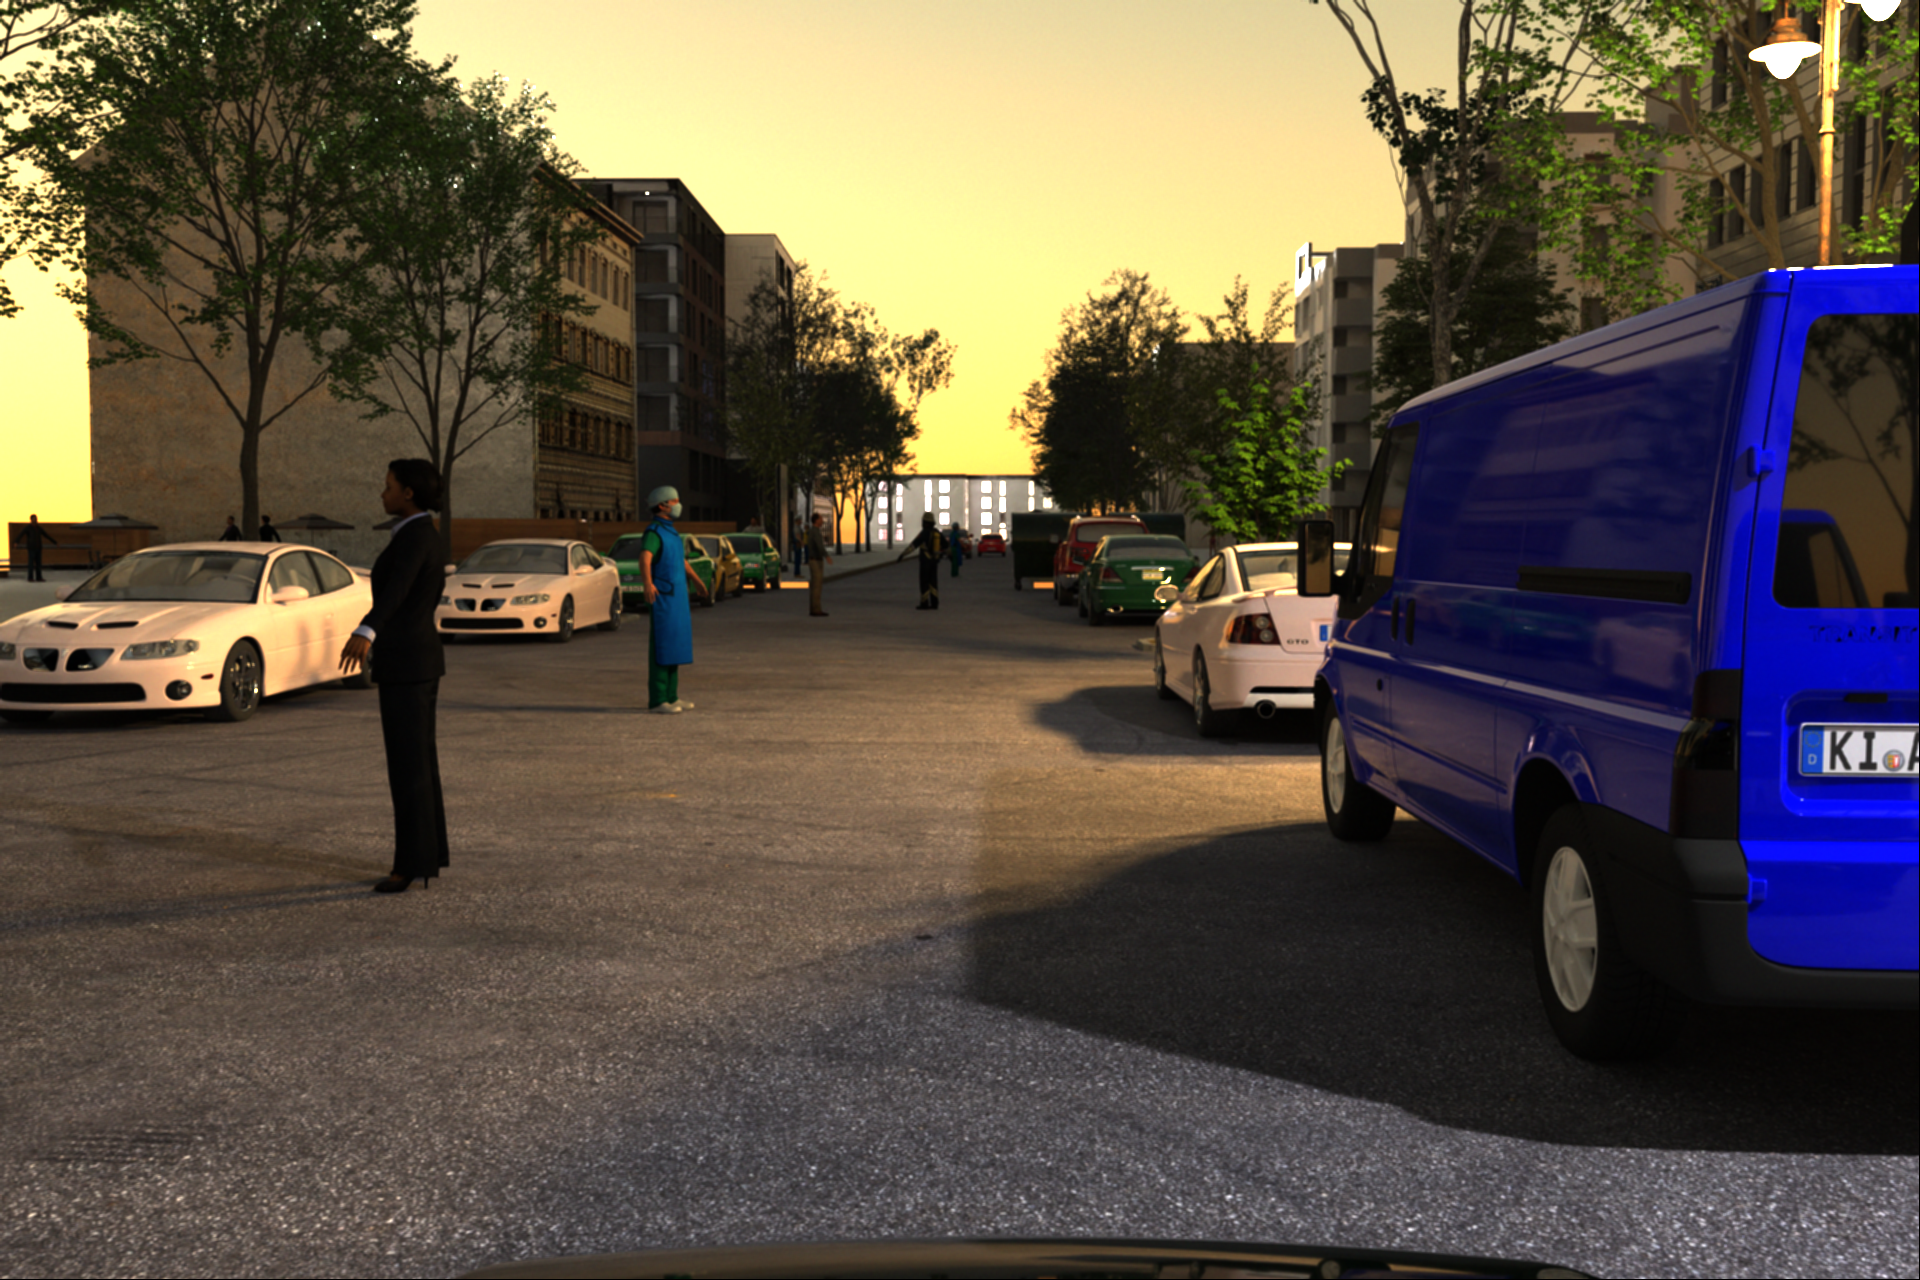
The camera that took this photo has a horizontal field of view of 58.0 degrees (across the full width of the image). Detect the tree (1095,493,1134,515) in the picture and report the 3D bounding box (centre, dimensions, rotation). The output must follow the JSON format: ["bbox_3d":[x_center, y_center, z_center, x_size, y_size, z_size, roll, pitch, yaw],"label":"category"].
[{"bbox_3d":[22.732,-20.128,239.454,12.009,13.543,11.850,0,3,0],"label":"tree"}]

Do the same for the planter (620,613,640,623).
[{"bbox_3d":[-6.358,-0.453,28.541,1.991,0.319,1.994,0,4,2],"label":"planter"}]

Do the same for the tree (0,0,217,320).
[{"bbox_3d":[-11.796,-5.682,18.650,9.928,11.665,9.643,0,3,0],"label":"tree"}]

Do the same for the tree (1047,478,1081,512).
[{"bbox_3d":[9.191,-11.824,143.691,4.737,8.622,4.395,0,3,0],"label":"tree"}]

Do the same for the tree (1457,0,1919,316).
[{"bbox_3d":[9.257,-5.677,18.568,9.928,11.665,9.643,0,3,0],"label":"tree"}]

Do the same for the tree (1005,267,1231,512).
[{"bbox_3d":[7.305,-10.310,78.940,12.009,13.543,11.850,0,3,0],"label":"tree"}]

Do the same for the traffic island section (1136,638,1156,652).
[{"bbox_3d":[3.231,0.072,21.684,1.991,0.108,1.994,0,4,1],"label":"traffic island section"}]

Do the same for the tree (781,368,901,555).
[{"bbox_3d":[-7.326,-10.965,105.026,9.928,11.665,9.643,0,3,0],"label":"tree"}]

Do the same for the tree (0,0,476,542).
[{"bbox_3d":[-11.584,-6.270,28.271,9.928,11.665,9.643,0,3,0],"label":"tree"}]

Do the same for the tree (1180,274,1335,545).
[{"bbox_3d":[8.534,-6.096,50.033,4.737,8.622,4.395,0,3,0],"label":"tree"}]

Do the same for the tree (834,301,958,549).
[{"bbox_3d":[-7.299,-17.591,143.496,12.611,20.169,13.585,0,3,0],"label":"tree"}]

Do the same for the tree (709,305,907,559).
[{"bbox_3d":[-7.957,-10.984,89.956,12.009,13.543,11.850,0,3,0],"label":"tree"}]

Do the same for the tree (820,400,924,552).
[{"bbox_3d":[-6.661,-12.327,127.298,9.928,11.665,9.643,0,3,0],"label":"tree"}]

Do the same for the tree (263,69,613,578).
[{"bbox_3d":[-11.777,-6.944,39.283,9.928,11.665,9.643,0,3,0],"label":"tree"}]

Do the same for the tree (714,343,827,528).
[{"bbox_3d":[-7.483,-7.185,67.841,4.737,8.622,4.395,0,3,0],"label":"tree"}]

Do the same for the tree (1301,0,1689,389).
[{"bbox_3d":[10.886,-10.852,33.322,12.611,20.169,13.585,0,3,0],"label":"tree"}]

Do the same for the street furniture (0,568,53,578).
[{"bbox_3d":[-32.750,-2.554,48.618,9.812,1.723,11.010,1,4,16],"label":"street furniture"}]

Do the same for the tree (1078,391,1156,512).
[{"bbox_3d":[7.972,-8.498,89.304,4.360,8.622,3.978,0,3,0],"label":"tree"}]

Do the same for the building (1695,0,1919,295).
[{"bbox_3d":[26.349,-15.765,35.244,11.434,29.767,29.804,0,4,2],"label":"building"}]

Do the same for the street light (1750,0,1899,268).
[{"bbox_3d":[6.018,-2.404,12.088,0.468,5.910,1.993,0,4,2],"label":"street light"}]

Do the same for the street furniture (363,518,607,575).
[{"bbox_3d":[-12.410,-2.664,50.414,11.010,1.723,9.812,-1,4,-8],"label":"street furniture"}]

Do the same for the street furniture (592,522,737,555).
[{"bbox_3d":[-12.163,-3.413,62.663,9.812,1.723,11.010,-1,4,-9],"label":"street furniture"}]

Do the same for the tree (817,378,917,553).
[{"bbox_3d":[-6.802,-11.624,115.809,9.928,11.665,9.643,0,3,0],"label":"tree"}]

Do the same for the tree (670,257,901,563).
[{"bbox_3d":[-7.700,-10.213,77.352,12.009,13.543,11.850,0,3,0],"label":"tree"}]

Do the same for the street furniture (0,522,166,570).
[{"bbox_3d":[-31.252,-3.575,65.300,9.812,1.723,11.010,-1,4,-18],"label":"street furniture"}]

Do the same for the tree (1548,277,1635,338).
[{"bbox_3d":[18.361,-6.017,48.735,4.737,8.622,4.395,0,3,0],"label":"tree"}]

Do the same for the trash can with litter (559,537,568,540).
[{"bbox_3d":[-8.933,-1.758,39.798,1.678,1.210,2.233,0,4,2],"label":"trash can with litter"}]

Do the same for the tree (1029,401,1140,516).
[{"bbox_3d":[7.799,-10.625,108.137,7.601,10.594,8.767,0,4,-2],"label":"tree"}]

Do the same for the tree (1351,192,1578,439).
[{"bbox_3d":[17.001,-8.577,58.357,7.486,12.596,7.792,0,3,0],"label":"tree"}]

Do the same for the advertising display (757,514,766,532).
[{"bbox_3d":[-6.279,-3.030,54.753,0.123,1.923,0.974,0,4,3],"label":"advertising display"}]

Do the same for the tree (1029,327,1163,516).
[{"bbox_3d":[7.558,-10.847,95.474,7.486,12.596,7.792,0,3,0],"label":"tree"}]

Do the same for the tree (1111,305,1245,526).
[{"bbox_3d":[6.783,-6.441,55.674,4.737,8.622,4.395,0,3,0],"label":"tree"}]

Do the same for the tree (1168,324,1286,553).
[{"bbox_3d":[9.433,-6.806,61.645,4.737,8.622,4.395,0,3,0],"label":"tree"}]

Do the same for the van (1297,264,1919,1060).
[{"bbox_3d":[2.635,-0.120,6.351,2.240,2.365,5.245,0,4,1],"label":"van"}]

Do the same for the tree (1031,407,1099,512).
[{"bbox_3d":[9.214,-12.697,133.354,9.928,11.665,9.643,0,3,0],"label":"tree"}]

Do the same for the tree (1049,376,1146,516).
[{"bbox_3d":[9.354,-12.450,121.692,7.486,12.596,7.792,0,3,0],"label":"tree"}]
